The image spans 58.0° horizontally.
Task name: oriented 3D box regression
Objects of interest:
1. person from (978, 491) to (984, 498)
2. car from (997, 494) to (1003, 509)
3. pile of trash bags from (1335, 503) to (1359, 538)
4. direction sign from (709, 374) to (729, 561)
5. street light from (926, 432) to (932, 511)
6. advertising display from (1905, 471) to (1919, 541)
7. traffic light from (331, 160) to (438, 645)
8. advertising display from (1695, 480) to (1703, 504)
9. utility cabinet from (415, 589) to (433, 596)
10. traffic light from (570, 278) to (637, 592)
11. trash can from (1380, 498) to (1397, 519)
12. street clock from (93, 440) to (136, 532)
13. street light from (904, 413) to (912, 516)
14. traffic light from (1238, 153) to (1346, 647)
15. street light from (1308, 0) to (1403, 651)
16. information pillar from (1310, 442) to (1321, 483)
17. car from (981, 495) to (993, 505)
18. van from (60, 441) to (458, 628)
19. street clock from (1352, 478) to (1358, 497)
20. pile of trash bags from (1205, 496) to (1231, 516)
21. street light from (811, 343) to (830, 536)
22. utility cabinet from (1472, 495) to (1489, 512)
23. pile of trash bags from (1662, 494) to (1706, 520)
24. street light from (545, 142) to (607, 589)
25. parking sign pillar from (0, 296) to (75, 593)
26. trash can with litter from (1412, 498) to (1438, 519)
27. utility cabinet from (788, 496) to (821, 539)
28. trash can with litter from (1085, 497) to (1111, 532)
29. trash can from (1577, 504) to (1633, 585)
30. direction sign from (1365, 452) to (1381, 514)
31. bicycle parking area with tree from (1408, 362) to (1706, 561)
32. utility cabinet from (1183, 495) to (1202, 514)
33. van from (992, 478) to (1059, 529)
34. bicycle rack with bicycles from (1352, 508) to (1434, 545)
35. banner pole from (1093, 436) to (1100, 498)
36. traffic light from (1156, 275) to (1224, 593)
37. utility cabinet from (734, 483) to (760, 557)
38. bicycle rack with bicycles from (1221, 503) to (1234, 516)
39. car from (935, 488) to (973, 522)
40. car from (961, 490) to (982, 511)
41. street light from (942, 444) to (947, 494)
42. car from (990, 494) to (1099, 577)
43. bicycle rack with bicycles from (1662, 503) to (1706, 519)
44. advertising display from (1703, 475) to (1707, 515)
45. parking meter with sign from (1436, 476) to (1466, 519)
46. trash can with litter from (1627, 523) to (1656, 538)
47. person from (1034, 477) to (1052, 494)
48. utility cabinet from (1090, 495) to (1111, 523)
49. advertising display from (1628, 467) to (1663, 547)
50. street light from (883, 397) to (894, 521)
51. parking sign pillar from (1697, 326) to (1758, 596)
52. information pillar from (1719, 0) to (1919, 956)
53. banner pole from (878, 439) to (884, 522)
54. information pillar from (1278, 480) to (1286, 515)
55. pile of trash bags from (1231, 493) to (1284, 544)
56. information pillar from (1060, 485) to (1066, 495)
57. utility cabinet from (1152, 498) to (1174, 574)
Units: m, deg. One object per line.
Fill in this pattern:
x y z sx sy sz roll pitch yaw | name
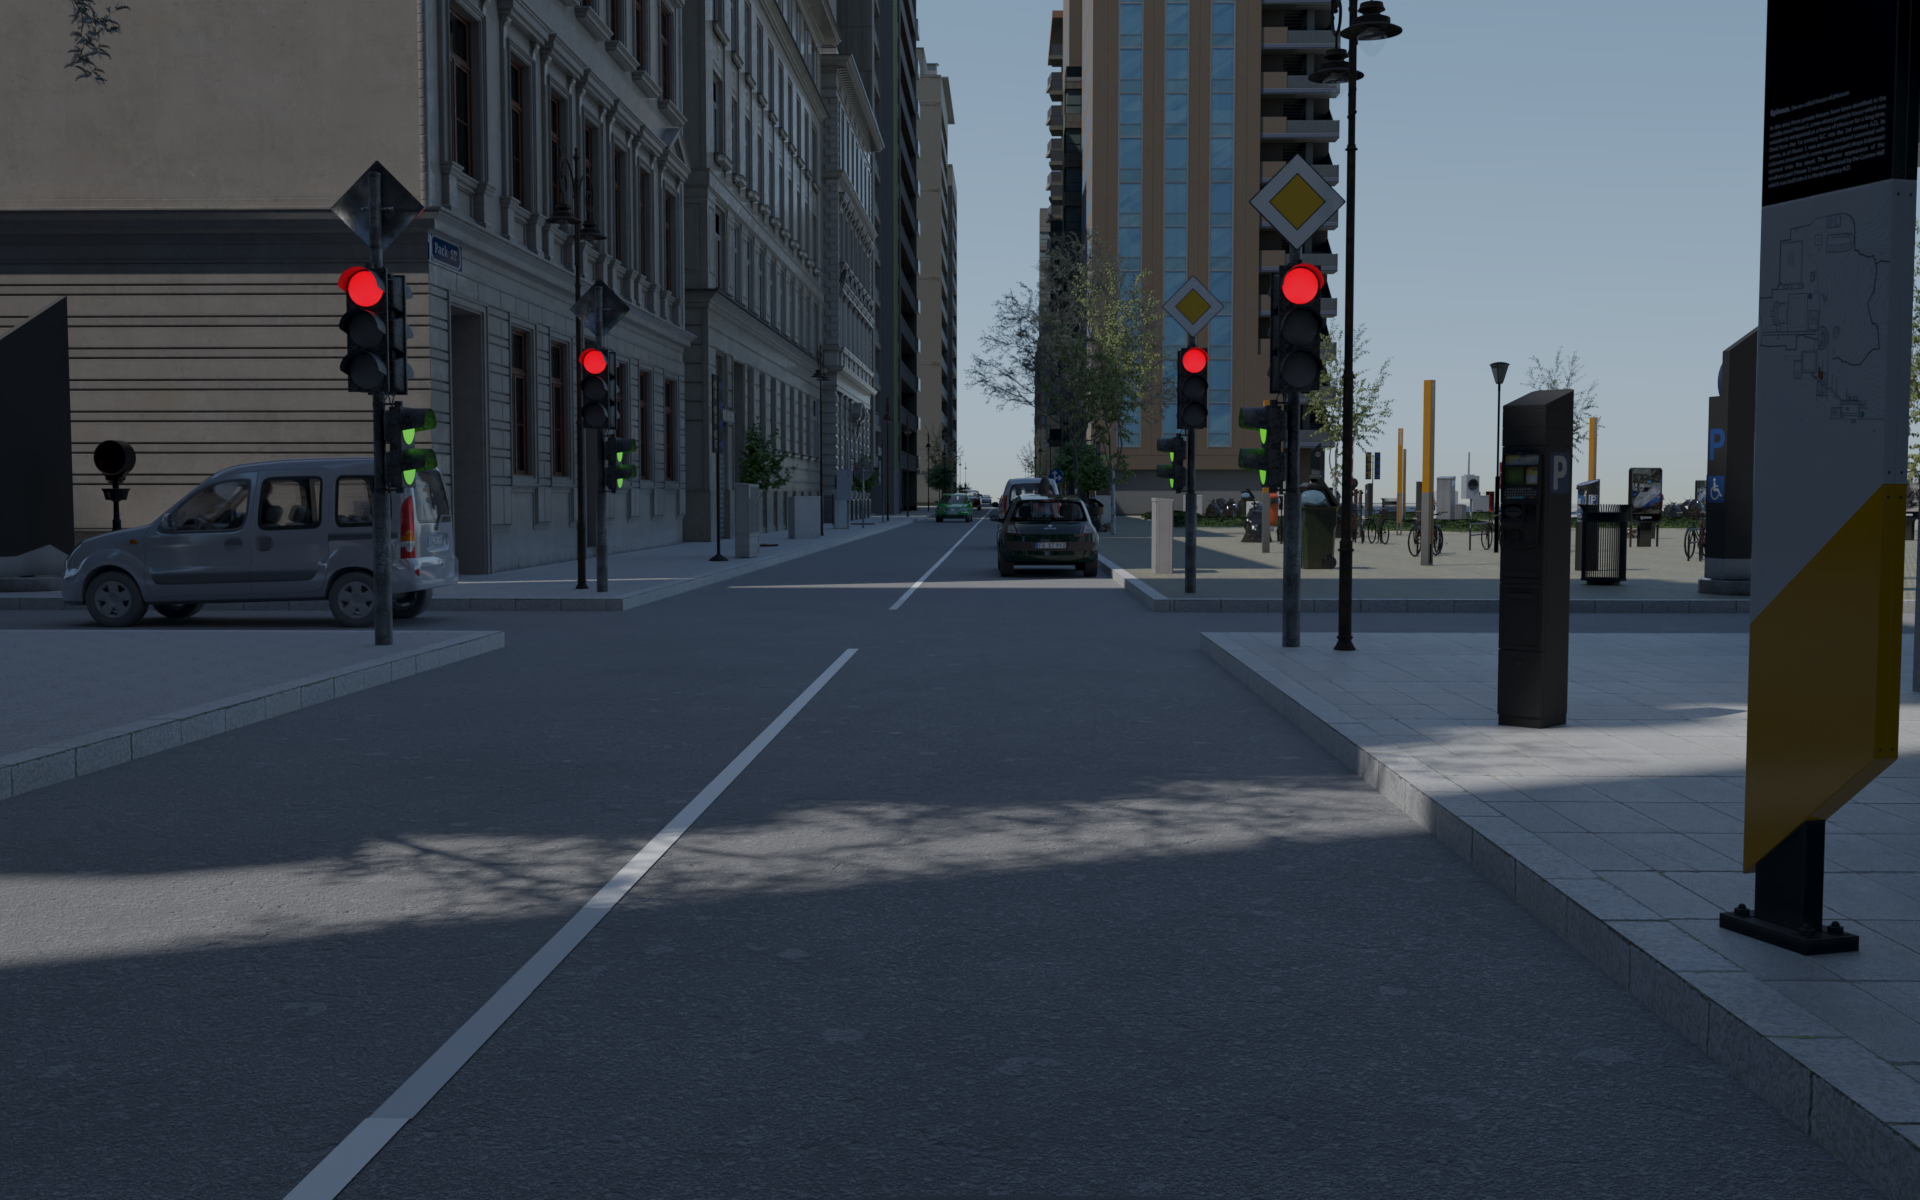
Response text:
2.341 -12.932 219.956 1.348 1.821 0.705 1 4 12 | person
4.637 -9.693 168.267 2.009 1.686 4.222 0 4 1 | car
10.620 -2.486 50.398 1.912 1.369 3.447 1 4 12 | pile of trash bags
-4.625 -2.513 33.086 0.379 3.537 0.876 0 4 4 | direction sign
-2.341 -9.544 128.825 0.468 5.910 1.993 0 4 2 | street light
26.224 -2.608 47.858 0.123 1.923 0.974 -1 4 -13 | advertising display
-4.893 -1.573 14.641 0.839 4.253 0.868 0 4 2 | traffic light
34.163 -4.566 79.869 0.974 1.923 0.123 -3 5 -41 | advertising display
-7.210 -0.664 22.023 1.020 1.237 0.306 1 4 21 | utility cabinet
-4.678 -2.061 22.623 0.839 4.253 0.868 0 4 2 | traffic light
15.640 -3.137 62.945 0.748 1.137 0.748 0 3 0 | trash can
-11.347 -1.145 23.299 0.471 2.002 0.358 0 4 5 | street clock
-3.003 -7.744 99.407 0.468 5.910 1.993 0 4 2 | street light
2.766 -1.561 14.451 0.839 4.253 0.868 0 4 2 | traffic light
3.166 -2.525 14.076 0.468 5.910 1.993 0 4 2 | street light
16.054 -5.309 78.159 0.504 3.616 0.183 0 4 -8 | information pillar
3.355 -13.484 232.818 2.083 1.381 4.827 0 4 2 | car
-7.797 -0.753 19.326 4.112 2.044 2.013 0 4 1 | van
17.612 -4.477 77.774 0.358 2.002 0.471 -3 5 -41 | street clock
14.367 -4.973 91.065 1.912 1.369 3.447 3 5 39 | pile of trash bags
-4.258 -4.912 53.092 0.468 5.910 1.993 0 4 2 | street light
27.244 -4.876 90.885 1.020 1.237 0.306 -1 4 -19 | utility cabinet
31.698 -4.066 76.227 3.447 1.369 1.912 -2 4 -26 | pile of trash bags
-5.118 -3.087 23.265 0.468 5.910 1.993 0 4 2 | street light
-12.593 -2.121 23.147 1.447 3.967 1.447 2 4 27 | parking sign pillar
18.967 -3.638 70.872 1.055 1.170 0.624 -1 4 -17 | trash can with litter
-4.475 -2.360 49.749 0.306 1.237 1.020 3 5 43 | utility cabinet
4.715 -2.894 58.699 1.055 1.170 0.624 -3 4 -39 | trash can with litter
9.107 -0.785 24.483 0.748 1.137 0.748 0 3 0 | trash can
22.241 -6.199 93.348 0.876 3.537 0.379 -1 4 -14 | direction sign
14.068 -3.030 36.539 8.231 4.147 9.016 3 5 44 | bicycle parking area with tree
13.093 -5.272 97.356 1.020 1.237 0.306 0 4 -1 | utility cabinet
1.847 -2.377 45.881 2.013 2.044 4.112 0 4 1 | van
11.231 -1.931 44.958 2.852 0.926 2.925 1 4 16 | bicycle rack with bicycles
5.697 -5.031 72.266 0.401 3.779 0.863 -1 4 -18 | banner pole
2.981 -2.050 22.433 0.839 4.253 0.868 0 4 2 | traffic light
-4.296 -1.614 35.060 0.318 1.500 1.173 0 4 3 | utility cabinet
12.231 -3.708 74.014 2.852 0.926 2.925 1 4 11 | bicycle rack with bicycles
-0.292 -4.895 88.832 1.959 1.807 4.718 0 4 3 | car
0.847 -8.801 152.563 2.281 1.827 5.304 0 4 2 | car
-1.425 -11.363 158.568 0.468 5.910 1.993 0 4 2 | street light
1.549 -1.323 31.416 2.009 1.686 4.222 0 4 0 | car
27.903 -3.312 67.535 2.852 0.926 2.925 2 4 32 | bicycle rack with bicycles
23.651 -2.990 54.105 0.123 1.923 0.974 -1 4 -13 | advertising display
20.444 -4.684 72.852 1.738 3.016 0.543 3 5 42 | parking meter with sign
19.541 -2.353 49.865 0.624 1.170 1.055 -3 4 -39 | trash can with litter
1.977 -1.941 40.238 0.555 1.821 0.388 0 4 -1 | person
6.307 -4.038 77.182 1.020 1.237 0.306 -2 4 -24 | utility cabinet
16.606 -2.250 41.996 0.974 1.923 0.123 -1 4 -23 | advertising display
-3.446 -6.714 82.565 0.468 5.910 1.993 0 4 2 | street light
10.321 -2.067 22.271 1.447 3.967 1.447 -1 4 -10 | parking sign pillar
2.410 -0.823 4.806 0.183 3.616 0.504 -1 4 -17 | information pillar
-3.551 -5.381 77.998 0.401 3.779 0.863 1 4 17 | banner pole
16.608 -5.192 89.374 0.304 2.012 0.304 2 4 26 | information pillar
8.336 -2.205 45.812 1.912 1.369 3.447 1 4 13 | pile of trash bags
5.702 -5.602 96.081 0.304 2.012 0.304 -1 4 -9 | information pillar
3.321 -1.052 28.368 0.306 1.237 1.020 0 4 3 | utility cabinet
